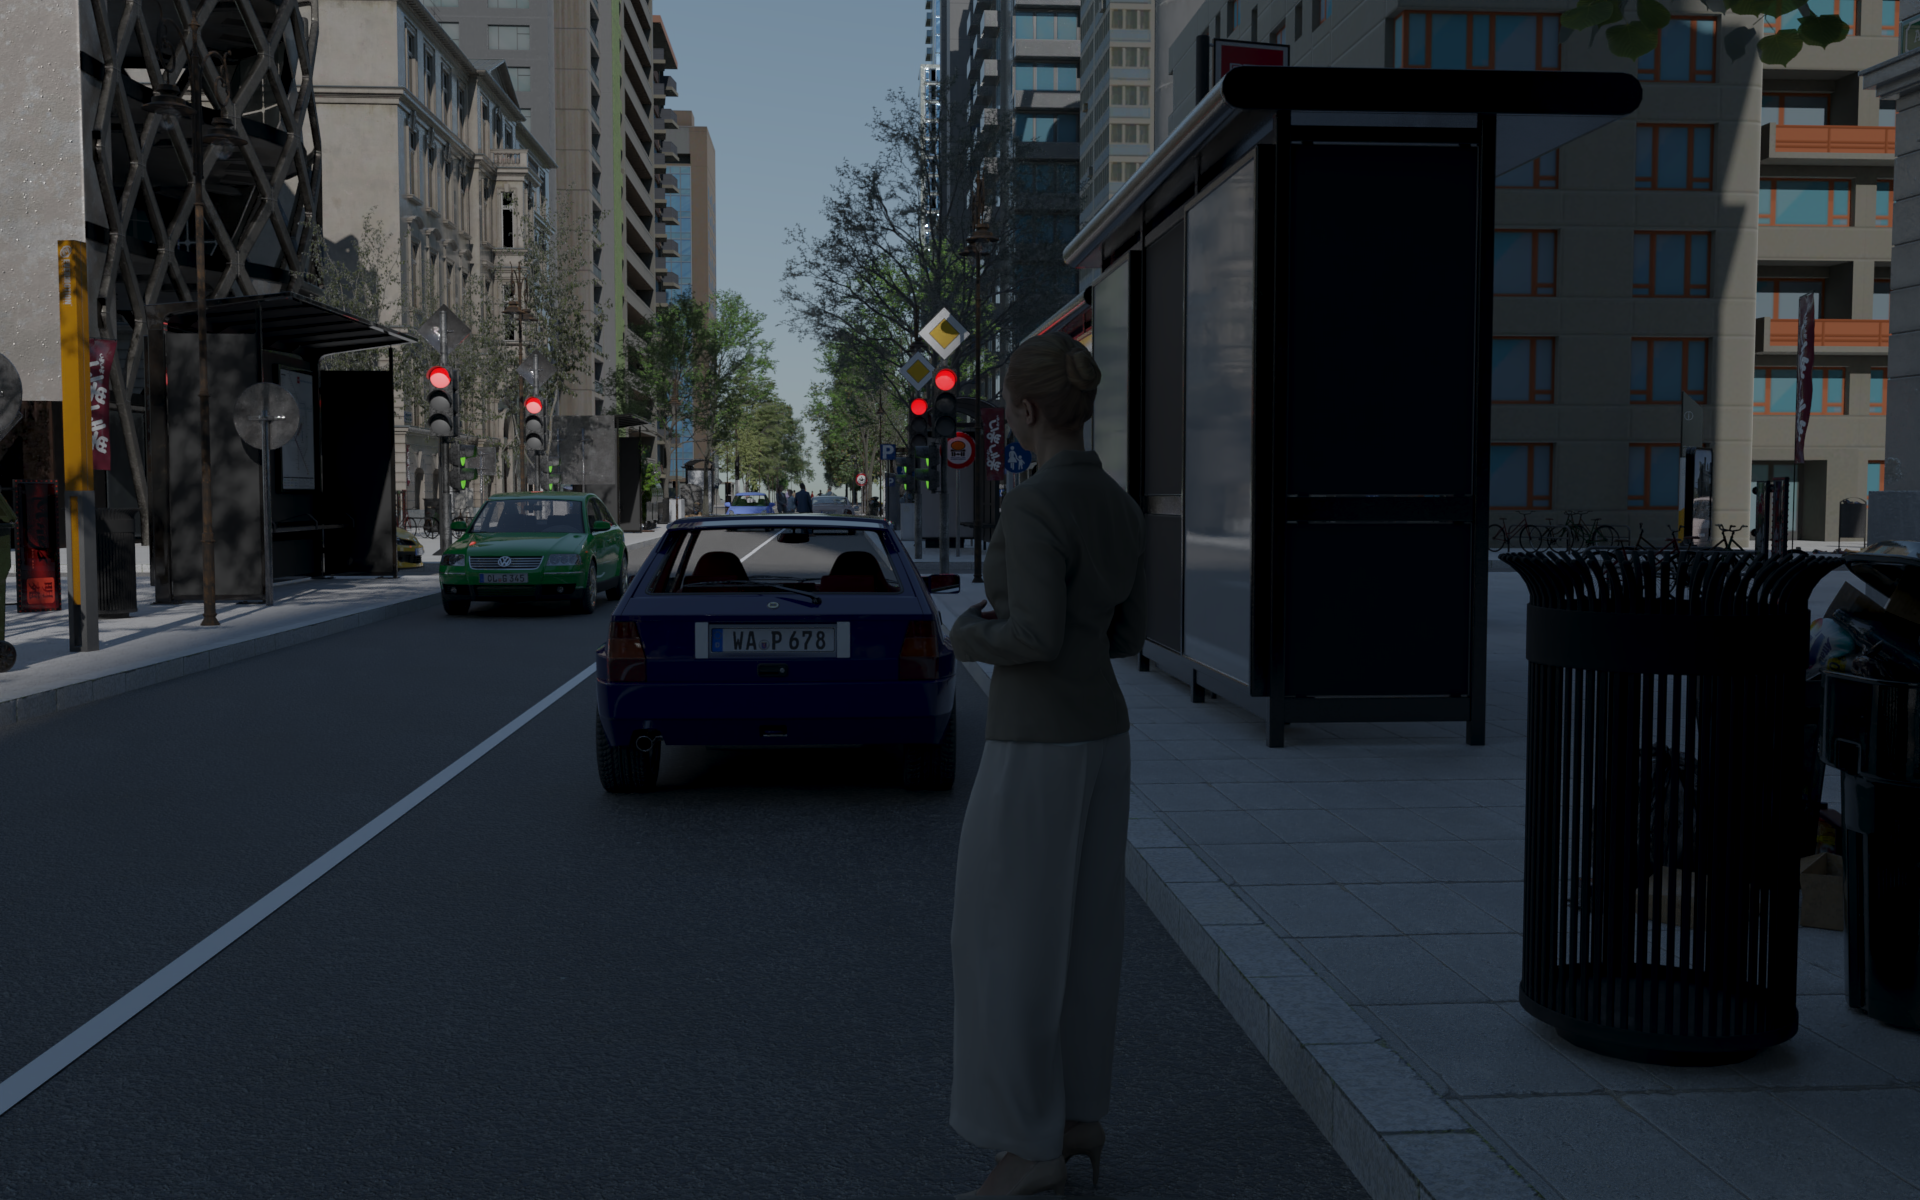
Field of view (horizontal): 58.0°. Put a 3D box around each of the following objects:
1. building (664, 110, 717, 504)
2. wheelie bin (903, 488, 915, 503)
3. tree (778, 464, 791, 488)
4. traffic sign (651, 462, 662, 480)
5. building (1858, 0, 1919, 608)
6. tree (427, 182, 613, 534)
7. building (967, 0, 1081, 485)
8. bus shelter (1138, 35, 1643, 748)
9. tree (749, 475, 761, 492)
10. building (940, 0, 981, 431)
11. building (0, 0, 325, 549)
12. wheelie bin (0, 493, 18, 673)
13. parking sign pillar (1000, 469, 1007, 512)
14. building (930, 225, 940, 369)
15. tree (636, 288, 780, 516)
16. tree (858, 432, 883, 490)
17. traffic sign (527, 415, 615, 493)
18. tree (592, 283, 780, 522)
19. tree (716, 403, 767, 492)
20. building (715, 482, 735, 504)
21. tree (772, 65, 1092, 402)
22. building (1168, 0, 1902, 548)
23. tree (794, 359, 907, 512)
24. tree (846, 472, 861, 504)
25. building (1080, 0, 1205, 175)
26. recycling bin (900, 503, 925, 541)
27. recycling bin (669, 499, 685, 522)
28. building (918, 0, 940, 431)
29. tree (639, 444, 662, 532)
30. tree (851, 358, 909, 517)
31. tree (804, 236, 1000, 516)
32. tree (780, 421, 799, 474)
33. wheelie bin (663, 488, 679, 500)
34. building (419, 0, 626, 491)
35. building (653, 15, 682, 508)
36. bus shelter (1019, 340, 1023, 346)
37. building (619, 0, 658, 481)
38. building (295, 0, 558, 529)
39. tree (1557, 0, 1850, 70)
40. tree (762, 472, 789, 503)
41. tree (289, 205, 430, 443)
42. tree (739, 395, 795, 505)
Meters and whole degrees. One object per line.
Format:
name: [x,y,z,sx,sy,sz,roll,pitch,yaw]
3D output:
building: [-36.364,-34.003,206.051,14.600,45.320,14.200,0,4,-4]
wheelie bin: [-1.718,-3.514,65.356,0.980,1.594,0.693,-2,4,-33]
tree: [-24.998,-17.753,240.628,4.360,8.622,3.978,0,3,0]
traffic sign: [-12.368,-4.249,69.572,0.768,2.556,0.104,0,4,1]
building: [16.766,-13.443,7.183,14.401,28.519,23.554,0,4,-4]
tree: [-10.019,-5.547,41.055,4.360,8.622,3.978,0,3,0]
building: [12.222,-31.464,134.048,23.786,49.044,30.456,0,4,-4]
bus shelter: [2.050,-2.157,12.899,2.179,5.291,8.768,0,4,-4]
tree: [-18.506,-9.879,156.129,1.663,3.219,1.824,0,3,0]
building: [8.584,-37.973,162.851,21.231,58.520,28.212,0,4,-4]
building: [-26.919,-11.036,47.897,16.820,18.784,16.811,0,4,-4]
wheelie bin: [-7.194,-0.270,12.321,0.980,1.594,0.693,2,4,25]
parking sign pillar: [2.294,-6.146,88.958,1.447,3.967,1.447,3,5,41]
building: [8.897,-32.650,225.704,32.217,40.220,23.993,0,4,-4]
tree: [-12.622,-9.841,86.652,9.928,11.665,9.643,0,3,0]
tree: [-7.716,-12.000,146.564,4.737,8.622,4.395,0,3,0]
traffic sign: [-10.065,-3.116,44.811,2.265,3.308,0.079,0,4,-1]
tree: [-12.718,-8.671,76.176,7.601,10.594,8.767,0,4,6]
tree: [-16.484,-11.083,131.572,4.737,8.622,4.395,0,3,0]
building: [-49.015,-34.083,249.138,32.217,40.220,23.993,0,4,-4]
tree: [-0.536,-8.581,50.672,12.009,13.543,11.850,0,3,0]
building: [23.508,-12.835,54.892,28.899,21.520,27.650,0,4,-4]
tree: [-6.965,-12.835,126.855,9.611,12.733,9.660,0,3,0]
tree: [-13.806,-15.105,230.684,4.285,4.588,4.351,0,3,0]
building: [19.842,-24.876,98.609,32.217,40.220,23.993,0,4,-4]
recycling bin: [-1.204,-2.148,47.674,0.722,1.027,0.722,1,4,14]
recycling bin: [-14.534,-4.675,88.995,0.722,1.027,0.722,-1,4,-9]
building: [2.818,-57.474,252.371,22.319,86.520,31.000,0,4,-4]
tree: [-10.932,-3.895,58.292,1.663,3.219,1.824,0,3,0]
tree: [-3.748,-8.545,90.077,4.360,8.622,3.978,0,3,0]
tree: [-1.887,-8.799,69.612,9.928,11.665,9.643,0,3,0]
tree: [-20.430,-15.192,182.809,7.601,10.594,8.767,0,4,2]
wheelie bin: [-14.530,-4.818,86.678,0.980,1.594,0.693,0,4,1]
building: [-30.086,-26.324,113.993,14.154,41.232,14.086,0,4,-4]
building: [-37.095,-30.695,156.483,22.147,44.769,28.867,0,4,-4]
bus shelter: [1.995,-2.698,21.743,2.179,5.291,8.768,0,4,-4]
building: [-34.970,-31.044,131.269,21.300,48.544,21.600,0,4,-4]
building: [-26.730,-15.929,79.531,14.460,24.649,34.723,0,4,-4]
tree: [2.620,-5.088,1.322,7.486,12.596,7.792,0,3,0]
tree: [-24.133,-15.136,231.191,4.285,4.588,4.351,0,3,0]
tree: [-15.643,-5.781,44.889,4.360,8.622,3.978,0,3,0]
tree: [-21.247,-17.326,200.287,9.611,12.733,9.660,0,3,0]
